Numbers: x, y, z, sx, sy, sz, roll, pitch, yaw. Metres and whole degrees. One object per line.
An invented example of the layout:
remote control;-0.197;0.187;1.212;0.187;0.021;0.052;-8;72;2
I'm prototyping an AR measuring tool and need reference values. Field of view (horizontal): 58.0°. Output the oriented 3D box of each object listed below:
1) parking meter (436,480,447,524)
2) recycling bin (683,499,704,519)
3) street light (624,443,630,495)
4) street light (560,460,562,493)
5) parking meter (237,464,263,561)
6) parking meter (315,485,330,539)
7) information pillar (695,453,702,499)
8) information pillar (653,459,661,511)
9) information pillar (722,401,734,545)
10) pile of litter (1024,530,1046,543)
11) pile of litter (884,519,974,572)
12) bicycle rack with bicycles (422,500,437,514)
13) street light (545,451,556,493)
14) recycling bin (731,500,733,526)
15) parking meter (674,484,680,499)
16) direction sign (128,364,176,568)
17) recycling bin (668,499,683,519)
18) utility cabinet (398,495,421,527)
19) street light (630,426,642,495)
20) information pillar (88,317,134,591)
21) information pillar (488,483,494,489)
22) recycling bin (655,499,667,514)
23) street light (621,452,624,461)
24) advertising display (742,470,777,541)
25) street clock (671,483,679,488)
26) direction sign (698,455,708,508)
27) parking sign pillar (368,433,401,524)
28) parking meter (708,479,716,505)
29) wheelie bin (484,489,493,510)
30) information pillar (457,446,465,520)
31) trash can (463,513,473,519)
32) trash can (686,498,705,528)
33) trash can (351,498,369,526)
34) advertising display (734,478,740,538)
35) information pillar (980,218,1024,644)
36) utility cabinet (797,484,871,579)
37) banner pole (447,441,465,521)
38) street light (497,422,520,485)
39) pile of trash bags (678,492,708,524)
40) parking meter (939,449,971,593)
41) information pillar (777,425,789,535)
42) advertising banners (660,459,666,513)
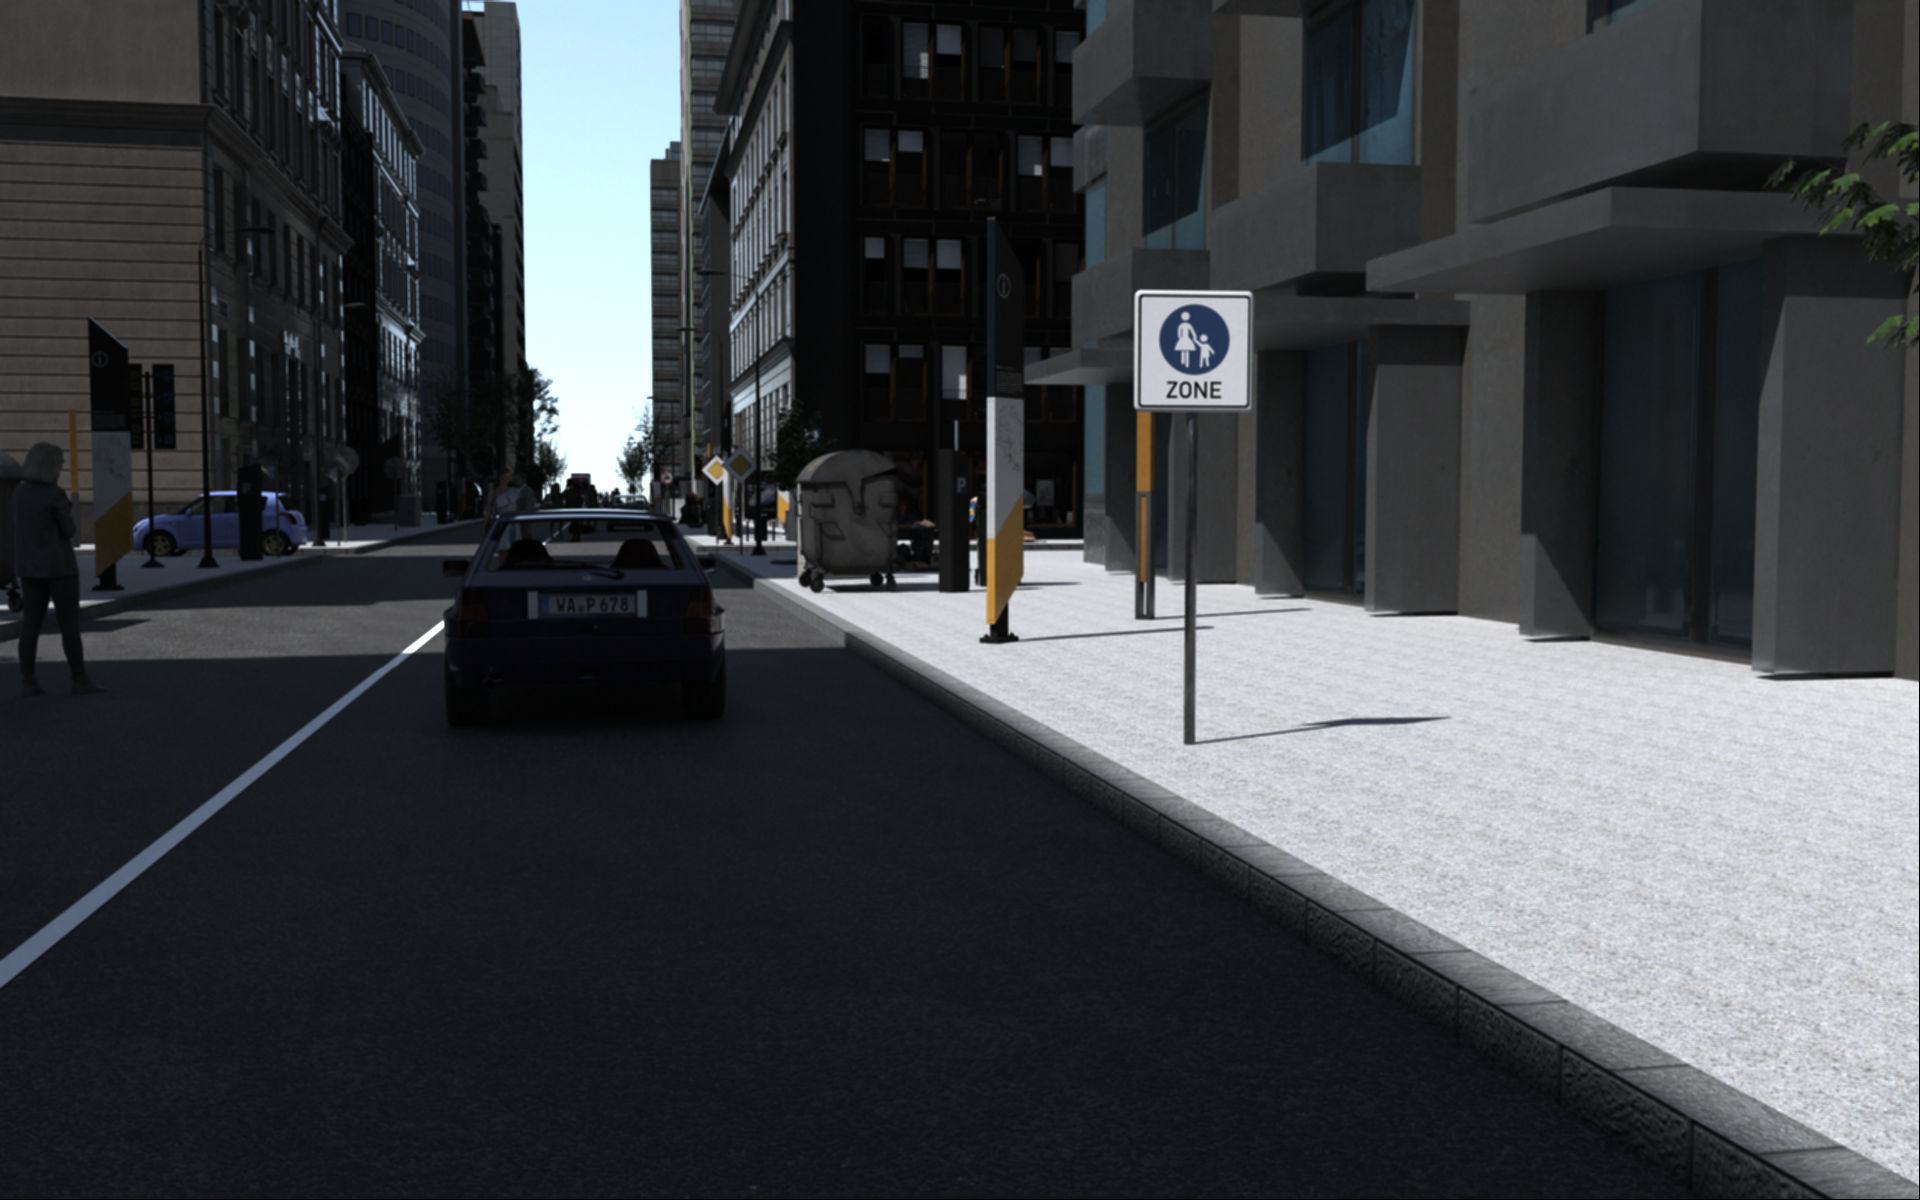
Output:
parking meter;-22.118;-4.172;73.922;0.399;1.863;0.255;1;4;19
recycling bin;-13.814;-4.752;90.244;0.722;1.027;0.722;1;4;14
street light;-29.550;-11.302;157.330;1.470;5.913;1.316;-1;4;-12
street light;-54.449;-16.040;234.790;1.470;5.913;1.316;-1;4;-12
parking meter;-13.737;-1.700;33.504;0.399;1.863;0.255;0;4;5
parking meter;-18.126;-2.497;49.232;0.372;1.533;0.369;0;3;0
information pillar;-15.072;-6.630;99.754;0.183;3.616;0.504;3;5;43
information pillar;-20.365;-7.643;116.319;0.504;3.616;0.183;-2;4;-34
information pillar;-5.869;-3.199;43.665;0.183;3.616;0.504;-2;4;-23
pile of litter;1.493;-1.945;45.764;1.719;0.858;1.176;0;4;-3
pile of litter;-0.586;-0.916;28.948;1.719;0.858;1.176;1;4;12
bicycle rack with bicycles;-34.713;-6.075;112.716;2.852;0.926;2.925;-2;4;-34
street light;-47.346;-13.928;200.266;1.470;5.913;1.316;-1;4;-12
recycling bin;-9.483;-3.428;68.605;0.722;1.027;0.722;3;5;43
parking meter;-17.010;-6.006;103.912;0.399;1.863;0.255;-1;4;-13
direction sign;-14.129;-2.337;30.205;0.876;3.537;0.379;0;4;-8
recycling bin;-15.070;-4.913;92.888;0.722;1.027;0.722;0;4;8
utility cabinet;-21.830;-3.514;68.620;1.020;1.237;0.306;2;4;33
street light;-22.473;-9.206;123.054;1.470;5.913;1.316;-1;4;-12
information pillar;-11.274;-1.935;22.984;0.504;3.616;0.183;0;4;-2
information pillar;-31.021;-6.745;114.773;0.304;2.012;0.304;2;4;28
recycling bin;-16.643;-5.164;96.978;0.722;1.027;0.722;0;4;7
street light;-39.213;-14.238;205.325;1.470;5.913;1.316;-1;4;-12
advertising display;-5.435;-2.569;47.210;0.974;1.923;0.123;-3;5;-40
street clock;-18.172;-6.478;110.485;0.471;2.002;0.358;-2;4;-31
direction sign;-14.873;-6.676;101.154;0.876;3.537;0.379;0;4;-2
parking sign pillar;-25.151;-5.331;75.633;1.447;3.967;1.447;-3;4;-38
parking meter;-8.268;-3.213;58.248;0.399;1.863;0.255;3;5;41
wheelie bin;-28.521;-5.973;105.573;0.980;1.594;0.693;-2;4;-27
information pillar;-24.201;-5.668;84.033;0.504;3.616;0.183;3;4;39
trash can;-25.266;-4.718;88.785;0.748;1.137;0.748;0;3;0
trash can;-10.063;-3.318;65.905;0.748;1.137;0.748;0;3;0
trash can;-24.382;-3.594;70.419;0.748;1.137;0.748;0;3;0
advertising display;-6.566;-2.820;51.326;0.123;1.923;0.974;-1;4;-14
information pillar;0.386;-1.445;14.973;0.183;3.616;0.504;2;4;34
utility cabinet;-1.862;-1.064;26.072;1.173;1.500;0.318;-2;4;-35
banner pole;-23.961;-5.644;82.296;0.863;3.779;0.401;-3;5;-39
street light;-30.443;-8.853;117.294;1.470;5.913;1.316;-1;4;-12
pile of trash bags;-11.288;-3.974;74.732;1.912;1.369;3.447;0;4;3
parking meter;-0.069;-1.036;22.645;0.255;1.863;0.399;3;5;40
information pillar;-5.468;-3.843;54.196;0.504;3.616;0.183;2;4;25
advertising banners;-14.532;-5.426;84.909;0.090;3.025;2.074;0;4;-3
